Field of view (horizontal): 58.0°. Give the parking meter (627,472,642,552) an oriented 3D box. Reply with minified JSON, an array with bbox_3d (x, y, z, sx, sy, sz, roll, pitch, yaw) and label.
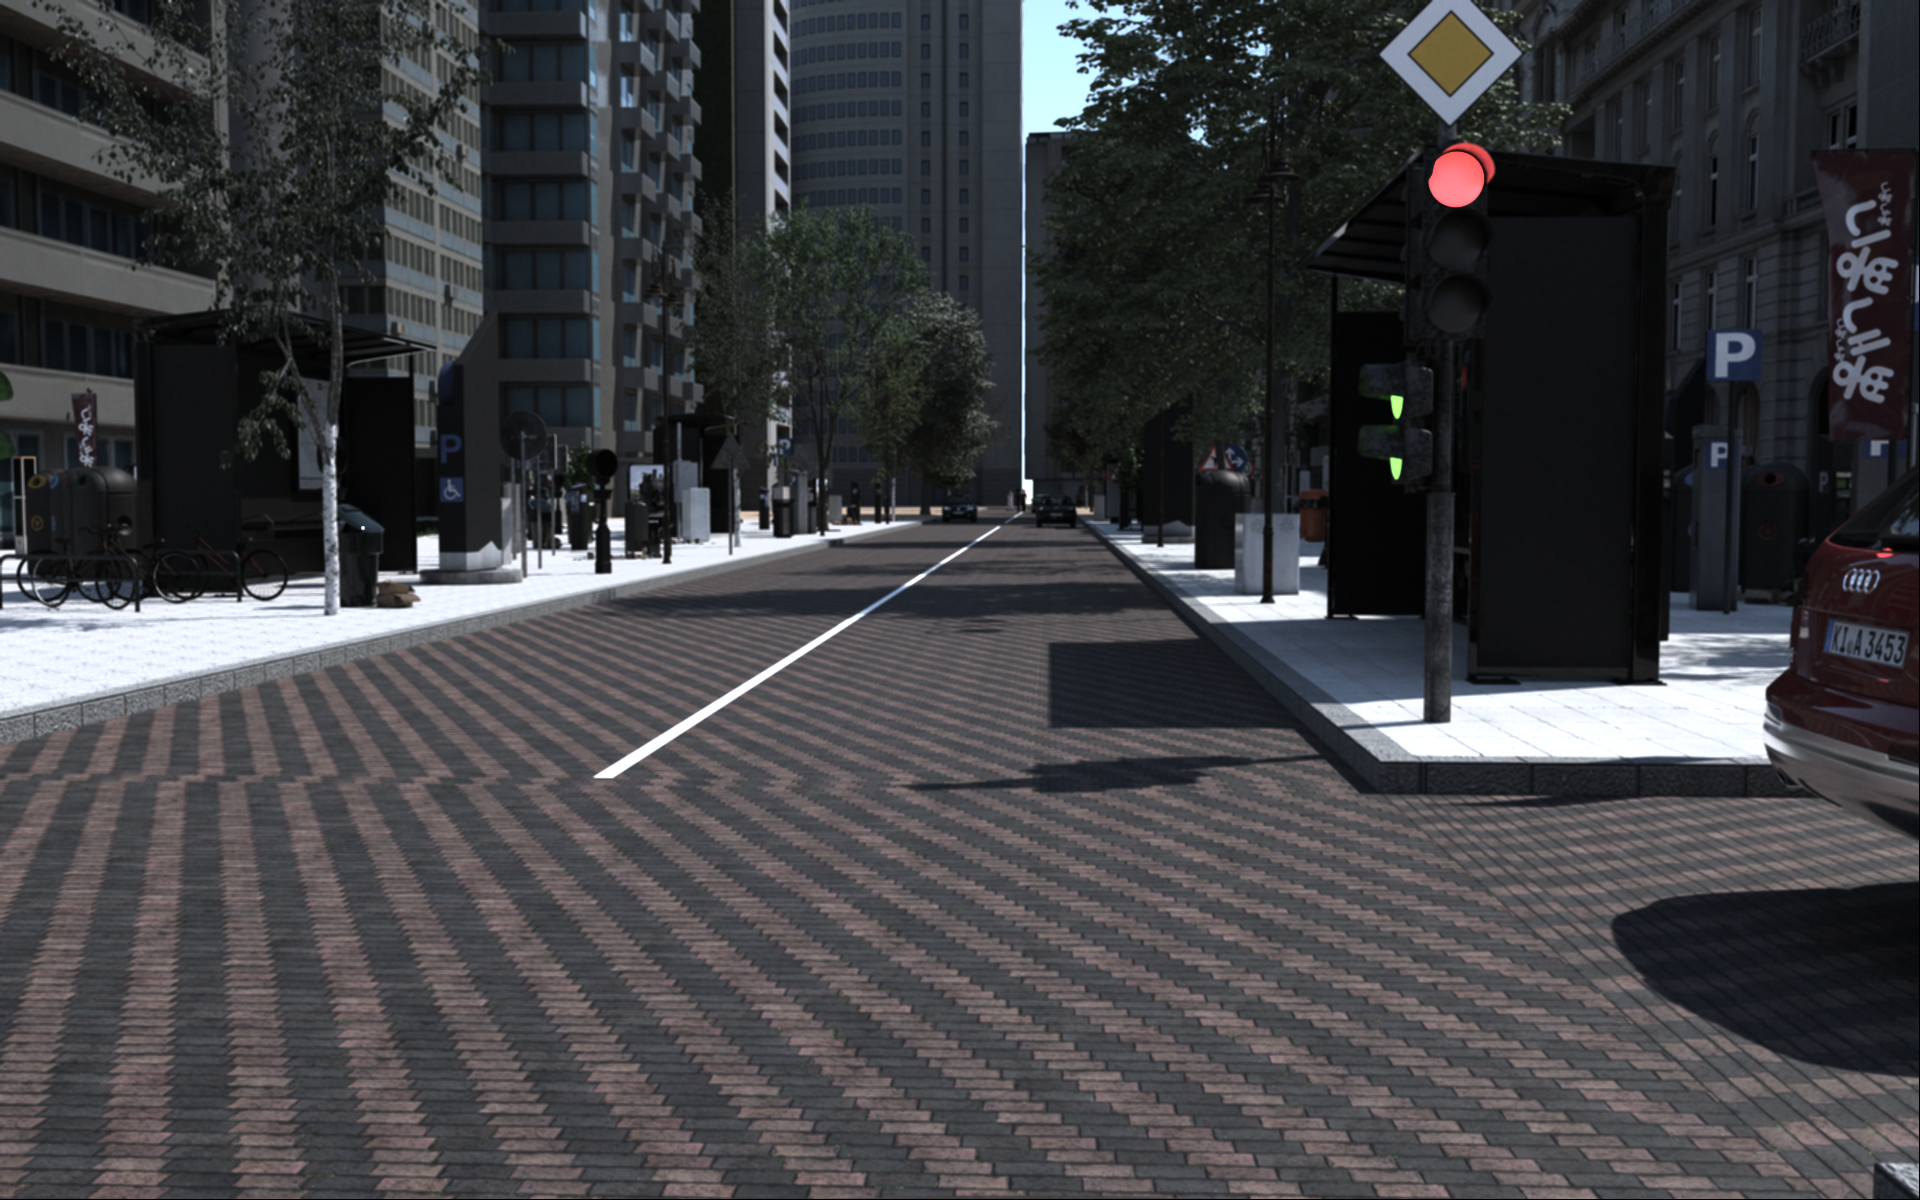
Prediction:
[{"bbox_3d":[-7.220,-2.007,38.520,0.255,1.863,0.399,-2,4,-35],"label":"parking meter"}]

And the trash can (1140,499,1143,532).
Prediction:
[{"bbox_3d":[6.093,-2.673,55.363,0.748,1.137,0.748,0,3,0],"label":"trash can"}]

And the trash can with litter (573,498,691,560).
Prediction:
[{"bbox_3d":[-6.809,-1.427,34.397,2.233,1.210,1.678,-3,5,-43],"label":"trash can with litter"}]

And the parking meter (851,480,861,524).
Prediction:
[{"bbox_3d":[-4.399,-4.131,73.259,0.399,1.863,0.255,0,4,6],"label":"parking meter"}]

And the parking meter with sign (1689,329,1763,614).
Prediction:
[{"bbox_3d":[8.411,-1.404,19.209,0.543,3.016,1.738,1,4,16],"label":"parking meter with sign"}]

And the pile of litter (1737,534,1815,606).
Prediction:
[{"bbox_3d":[9.714,-0.376,20.120,1.176,0.858,1.719,1,4,8],"label":"pile of litter"}]

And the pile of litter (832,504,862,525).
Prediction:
[{"bbox_3d":[-4.689,-3.550,72.013,1.176,0.858,1.719,-1,4,-20],"label":"pile of litter"}]

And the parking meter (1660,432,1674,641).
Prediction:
[{"bbox_3d":[6.077,-0.582,15.233,0.255,1.863,0.399,0,4,5],"label":"parking meter"}]

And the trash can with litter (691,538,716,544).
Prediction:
[{"bbox_3d":[-7.397,-2.038,44.381,2.233,1.210,1.678,0,4,4],"label":"trash can with litter"}]

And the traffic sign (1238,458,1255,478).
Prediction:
[{"bbox_3d":[9.794,-3.652,59.822,0.768,2.556,0.104,0,4,7],"label":"traffic sign"}]

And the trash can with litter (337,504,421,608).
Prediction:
[{"bbox_3d":[-6.655,-0.511,19.744,1.055,1.170,0.624,1,4,18],"label":"trash can with litter"}]

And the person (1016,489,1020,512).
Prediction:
[{"bbox_3d":[4.507,-7.761,135.022,0.705,1.869,1.348,0,4,3],"label":"person"}]

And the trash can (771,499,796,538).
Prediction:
[{"bbox_3d":[-5.171,-2.392,50.762,0.748,1.137,0.748,0,3,0],"label":"trash can"}]

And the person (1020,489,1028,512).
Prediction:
[{"bbox_3d":[5.052,-7.912,137.800,0.705,1.831,1.348,-2,4,-33],"label":"person"}]

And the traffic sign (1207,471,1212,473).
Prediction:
[{"bbox_3d":[10.228,-4.203,69.900,0.795,2.450,0.064,0,4,4],"label":"traffic sign"}]

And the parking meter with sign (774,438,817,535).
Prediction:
[{"bbox_3d":[-5.127,-3.586,54.892,0.543,3.016,1.738,2,4,23],"label":"parking meter with sign"}]

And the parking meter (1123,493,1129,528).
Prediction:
[{"bbox_3d":[6.349,-3.715,66.449,0.255,1.863,0.399,1,4,9],"label":"parking meter"}]

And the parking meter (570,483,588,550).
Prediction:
[{"bbox_3d":[-8.705,-1.907,39.584,0.372,1.533,0.369,0,3,0],"label":"parking meter"}]

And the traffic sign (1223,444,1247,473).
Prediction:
[{"bbox_3d":[6.960,-2.707,44.357,0.768,2.556,0.104,0,4,7],"label":"traffic sign"}]

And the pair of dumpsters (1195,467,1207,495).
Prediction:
[{"bbox_3d":[8.633,-3.746,63.744,1.574,2.255,4.437,0,4,3],"label":"pair of dumpsters"}]

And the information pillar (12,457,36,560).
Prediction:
[{"bbox_3d":[-18.365,-1.807,34.037,0.304,2.012,0.304,2,4,28],"label":"information pillar"}]

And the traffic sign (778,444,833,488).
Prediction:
[{"bbox_3d":[-6.347,-4.712,70.911,2.265,3.308,0.079,0,4,4],"label":"traffic sign"}]

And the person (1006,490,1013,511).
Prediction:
[{"bbox_3d":[4.308,-8.539,148.787,0.621,1.740,0.551,3,5,42],"label":"person"}]

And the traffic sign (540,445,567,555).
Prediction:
[{"bbox_3d":[-8.479,-2.077,36.082,0.606,2.300,0.079,0,4,4],"label":"traffic sign"}]

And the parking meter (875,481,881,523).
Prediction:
[{"bbox_3d":[-3.593,-4.295,75.941,0.255,1.863,0.399,0,4,3],"label":"parking meter"}]

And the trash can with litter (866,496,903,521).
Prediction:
[{"bbox_3d":[-3.518,-4.343,82.063,1.678,1.210,2.233,-1,4,-9],"label":"trash can with litter"}]

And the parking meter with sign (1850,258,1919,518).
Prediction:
[{"bbox_3d":[7.314,-1.066,13.683,0.543,3.016,1.738,2,4,25],"label":"parking meter with sign"}]

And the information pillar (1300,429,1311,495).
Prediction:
[{"bbox_3d":[12.320,-4.316,61.918,0.183,3.616,0.504,-2,4,-29],"label":"information pillar"}]

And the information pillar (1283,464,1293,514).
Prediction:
[{"bbox_3d":[7.827,-2.286,41.872,0.304,2.012,0.304,3,4,38],"label":"information pillar"}]

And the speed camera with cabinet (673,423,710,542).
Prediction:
[{"bbox_3d":[-7.354,-3.248,47.442,0.660,3.252,2.038,-1,4,-21],"label":"speed camera with cabinet"}]

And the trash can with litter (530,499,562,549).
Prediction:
[{"bbox_3d":[-9.668,-1.793,40.696,0.624,1.170,1.055,-3,5,-41],"label":"trash can with litter"}]

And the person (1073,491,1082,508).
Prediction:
[{"bbox_3d":[11.232,-9.537,165.138,0.721,1.735,1.217,-3,5,-41],"label":"person"}]

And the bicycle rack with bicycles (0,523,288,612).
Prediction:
[{"bbox_3d":[-9.732,-0.407,20.034,2.925,0.926,2.852,1,4,14],"label":"bicycle rack with bicycles"}]

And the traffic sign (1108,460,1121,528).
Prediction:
[{"bbox_3d":[6.058,-4.016,65.663,0.884,2.594,0.081,1,4,10],"label":"traffic sign"}]

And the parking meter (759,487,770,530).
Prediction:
[{"bbox_3d":[-7.079,-3.316,62.633,0.372,1.533,0.369,0,3,0],"label":"parking meter"}]

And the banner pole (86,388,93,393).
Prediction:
[{"bbox_3d":[-20.450,-3.096,40.631,0.401,3.779,0.863,0,4,-8],"label":"banner pole"}]

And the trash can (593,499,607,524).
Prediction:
[{"bbox_3d":[-15.526,-3.854,74.661,0.748,1.137,0.748,0,3,0],"label":"trash can"}]

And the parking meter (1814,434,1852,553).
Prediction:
[{"bbox_3d":[8.466,-0.674,16.736,0.255,1.863,0.399,0,4,1],"label":"parking meter"}]

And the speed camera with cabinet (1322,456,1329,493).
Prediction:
[{"bbox_3d":[9.361,-2.890,41.587,0.660,3.252,2.038,-1,4,-11],"label":"speed camera with cabinet"}]

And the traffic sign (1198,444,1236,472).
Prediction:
[{"bbox_3d":[6.052,-2.499,40.859,0.884,2.594,0.081,0,4,7],"label":"traffic sign"}]

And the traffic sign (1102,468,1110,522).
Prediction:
[{"bbox_3d":[6.795,-4.776,78.193,0.768,2.556,0.104,0,4,6],"label":"traffic sign"}]
